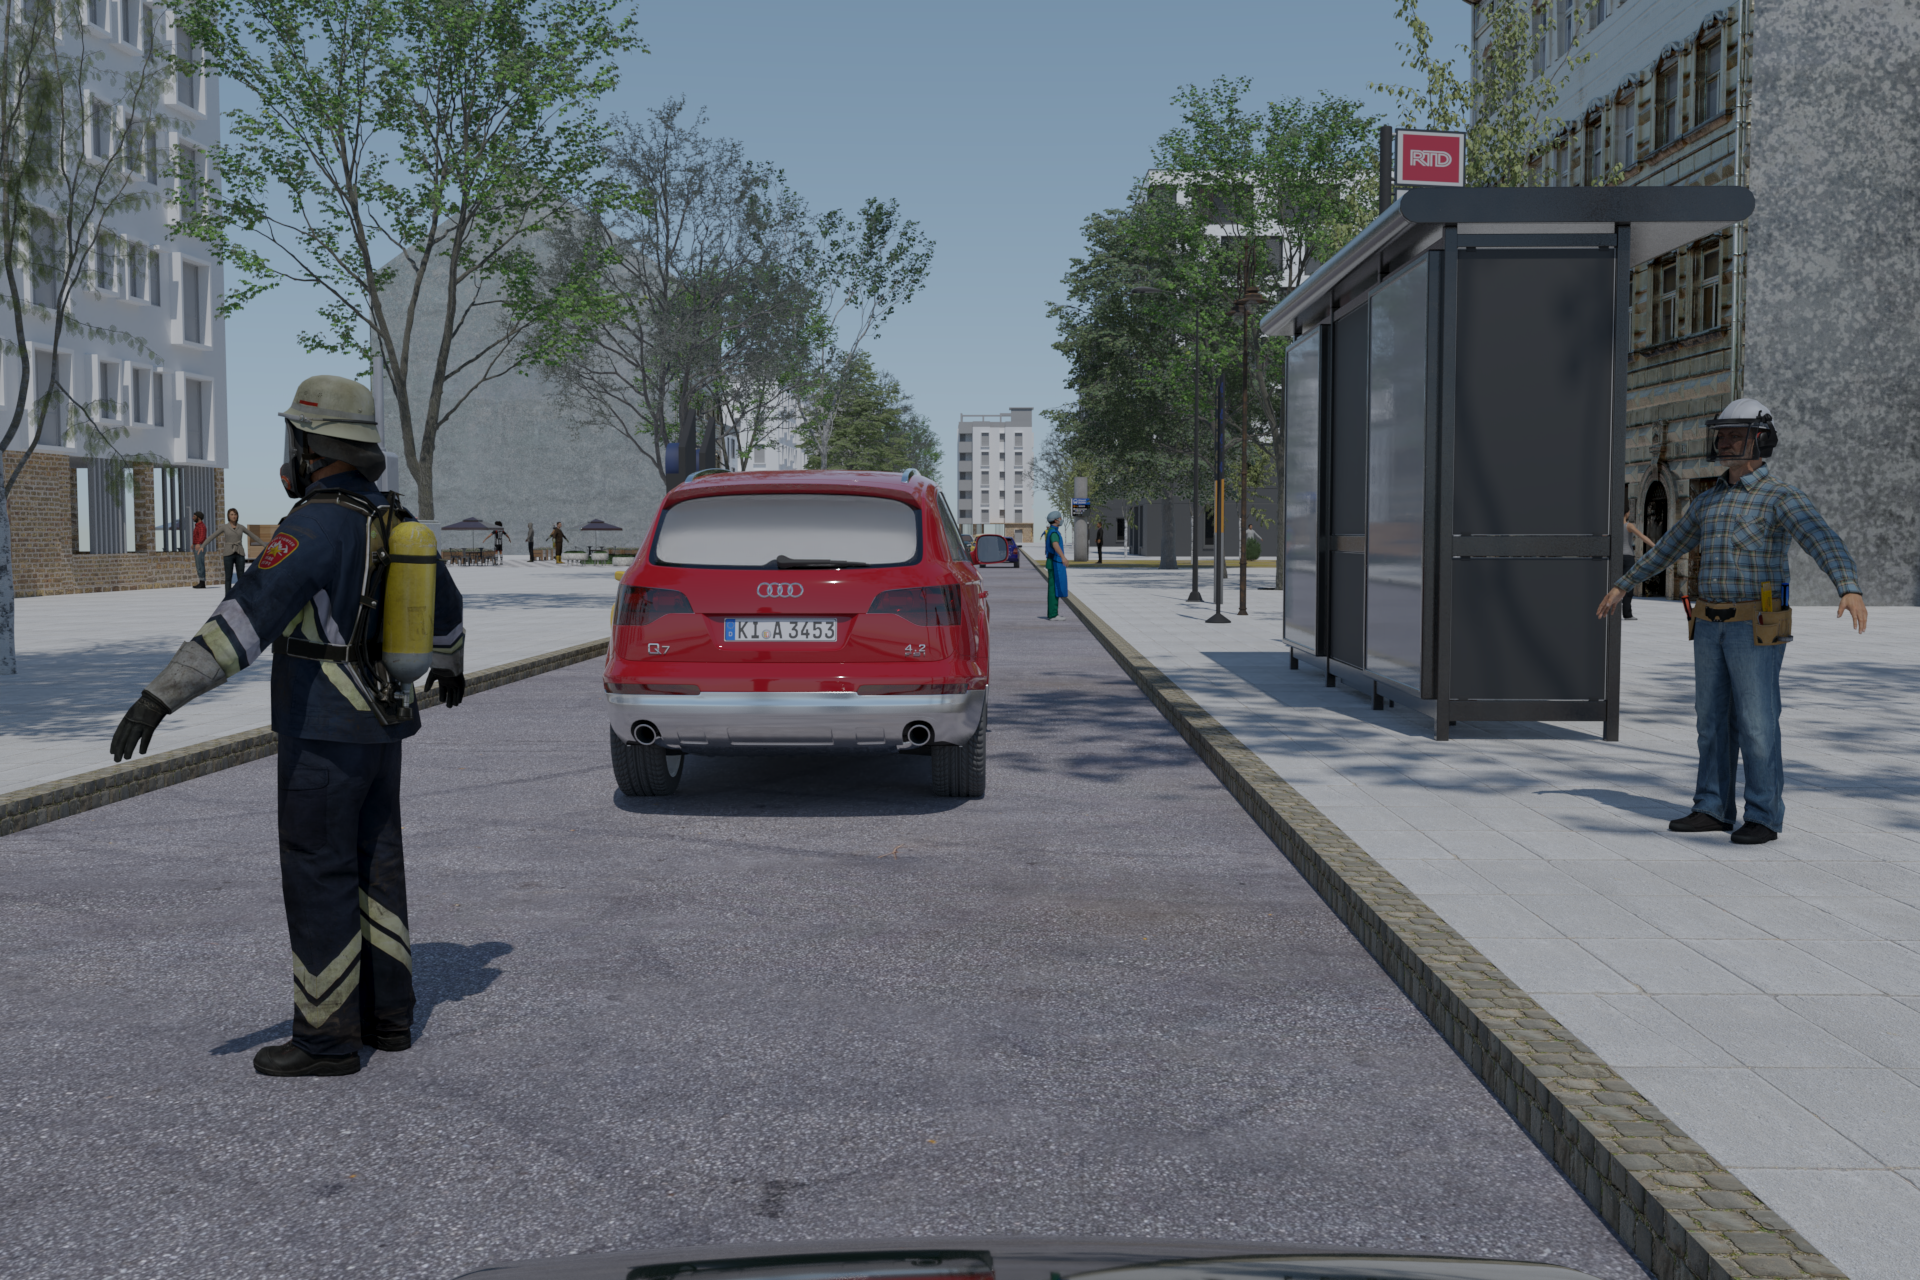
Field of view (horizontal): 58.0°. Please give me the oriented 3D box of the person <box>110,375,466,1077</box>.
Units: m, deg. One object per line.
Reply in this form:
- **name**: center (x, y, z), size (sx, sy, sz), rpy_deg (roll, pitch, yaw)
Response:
- **person**: center (-1.700, 0.216, 4.698), size (0.705, 1.856, 1.354), rpy_deg (1, 4, 18)

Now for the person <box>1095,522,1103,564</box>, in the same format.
- **person**: center (6.052, -4.230, 75.383), size (0.704, 1.802, 1.346), rpy_deg (0, 4, -1)

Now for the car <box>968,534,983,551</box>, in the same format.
- **car**: center (1.472, -5.443, 99.216), size (2.015, 1.641, 3.980), rpy_deg (0, 4, 1)

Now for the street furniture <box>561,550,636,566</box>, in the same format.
- **street furniture**: center (-11.231, -3.358, 70.524), size (10.072, 0.657, 5.734), rpy_deg (1, 4, 17)

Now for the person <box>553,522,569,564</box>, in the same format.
- **person**: center (-17.248, -4.190, 74.637), size (0.704, 1.812, 1.346), rpy_deg (1, 4, 14)

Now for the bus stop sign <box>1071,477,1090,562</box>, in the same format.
- **bus stop sign**: center (5.582, -5.572, 80.113), size (0.837, 3.901, 0.837), rpy_deg (0, 4, 1)

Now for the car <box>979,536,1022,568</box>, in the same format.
- **car**: center (1.701, -3.773, 74.274), size (1.945, 1.354, 3.894), rpy_deg (0, 4, 2)

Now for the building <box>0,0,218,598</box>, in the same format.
- **building**: center (-23.948, -10.654, 30.617), size (16.016, 20.090, 11.380), rpy_deg (0, 4, 2)

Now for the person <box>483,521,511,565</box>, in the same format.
- **person**: center (-19.182, -4.022, 71.909), size (0.704, 1.843, 1.345), rpy_deg (3, 5, 42)

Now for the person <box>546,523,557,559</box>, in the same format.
- **person**: center (-20.828, -5.100, 89.145), size (0.705, 1.858, 1.354), rpy_deg (2, 4, 23)

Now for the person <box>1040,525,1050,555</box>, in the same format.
- **person**: center (5.365, -6.085, 105.454), size (1.349, 1.833, 0.705), rpy_deg (-2, 4, -35)

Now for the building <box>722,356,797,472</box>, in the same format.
- **building**: center (-23.765, -19.990, 183.248), size (16.016, 20.090, 11.380), rpy_deg (0, 4, 2)

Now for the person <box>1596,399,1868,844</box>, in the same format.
- **person**: center (3.274, -0.091, 7.321), size (0.704, 1.849, 1.345), rpy_deg (-2, 4, -25)

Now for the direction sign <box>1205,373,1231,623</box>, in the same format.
- **direction sign**: center (3.730, -2.014, 24.921), size (0.379, 3.537, 0.876), rpy_deg (0, 4, 1)

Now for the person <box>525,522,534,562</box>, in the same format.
- **person**: center (-19.591, -4.453, 78.938), size (0.705, 1.813, 1.348), rpy_deg (0, 4, -4)

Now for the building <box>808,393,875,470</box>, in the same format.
- **building**: center (-19.755, -22.425, 233.106), size (16.747, 18.905, 31.486), rpy_deg (0, 4, 1)

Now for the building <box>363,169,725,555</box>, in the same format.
- **building**: center (-26.188, -17.269, 113.282), size (19.493, 23.208, 18.063), rpy_deg (0, 4, 1)

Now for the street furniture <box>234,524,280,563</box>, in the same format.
- **street furniture**: center (-28.574, -4.455, 79.701), size (9.812, 1.723, 11.010), rpy_deg (0, 4, 1)

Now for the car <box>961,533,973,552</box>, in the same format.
- **car**: center (0.131, -6.719, 119.639), size (2.009, 1.686, 4.222), rpy_deg (0, 4, 2)

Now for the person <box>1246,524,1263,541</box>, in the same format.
- **person**: center (15.434, -5.249, 92.001), size (1.347, 1.806, 0.705), rpy_deg (-1, 4, -17)

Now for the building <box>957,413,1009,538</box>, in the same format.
- **building**: center (0.063, -24.609, 261.231), size (11.380, 20.090, 16.016), rpy_deg (0, 4, -7)

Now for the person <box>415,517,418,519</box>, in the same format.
- **person**: center (-16.887, -2.911, 53.738), size (1.347, 1.811, 0.704), rpy_deg (3, 5, 43)

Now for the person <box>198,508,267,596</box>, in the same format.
- **person**: center (-12.722, -1.445, 30.387), size (1.215, 1.744, 0.721), rpy_deg (-2, 4, -32)

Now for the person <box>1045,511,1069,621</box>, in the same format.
- **person**: center (1.603, -1.233, 28.744), size (0.704, 1.817, 1.347), rpy_deg (0, 4, -4)

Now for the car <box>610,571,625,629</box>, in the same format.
- **car**: center (-2.902, -0.612, 20.237), size (2.015, 1.641, 3.980), rpy_deg (0, 4, 2)

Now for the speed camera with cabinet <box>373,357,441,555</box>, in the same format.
- **speed camera with cabinet**: center (-6.661, -1.578, 20.141), size (0.660, 3.252, 2.038), rpy_deg (0, 4, 2)

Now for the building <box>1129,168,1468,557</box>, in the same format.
- **building**: center (24.883, -16.466, 113.189), size (27.936, 21.610, 32.646), rpy_deg (0, 4, 1)

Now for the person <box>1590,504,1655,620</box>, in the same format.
- **person**: center (9.937, -1.165, 25.854), size (0.721, 1.737, 1.217), rpy_deg (-3, 4, -36)

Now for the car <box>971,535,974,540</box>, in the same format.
- **car**: center (0.288, -7.316, 131.980), size (2.083, 1.381, 4.827), rpy_deg (0, 4, 2)

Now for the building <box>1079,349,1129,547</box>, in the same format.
- **building**: center (26.961, -21.292, 192.097), size (27.936, 21.610, 32.646), rpy_deg (0, 4, 1)

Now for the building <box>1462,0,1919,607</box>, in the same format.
- **building**: center (23.143, -12.713, 38.790), size (19.493, 23.208, 18.063), rpy_deg (0, 4, 1)

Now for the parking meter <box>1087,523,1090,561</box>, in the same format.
- **parking meter**: center (5.972, -4.698, 82.516), size (0.399, 1.863, 0.255), rpy_deg (0, 4, 1)

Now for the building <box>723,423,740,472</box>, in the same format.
- **building**: center (-22.255, -12.064, 139.388), size (9.099, 9.664, 28.070), rpy_deg (0, 4, 1)

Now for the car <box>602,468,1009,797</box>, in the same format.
- **car**: center (-0.828, -0.142, 10.991), size (2.281, 1.827, 5.304), rpy_deg (0, 4, 1)

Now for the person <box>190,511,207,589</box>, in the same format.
- **person**: center (-17.891, -2.114, 40.679), size (0.704, 1.816, 1.345), rpy_deg (-2, 4, -28)

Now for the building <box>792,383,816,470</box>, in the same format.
- **building**: center (-23.237, -21.223, 203.412), size (16.016, 20.090, 11.380), rpy_deg (0, 4, 1)

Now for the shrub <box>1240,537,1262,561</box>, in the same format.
- **shrub**: center (13.667, -4.294, 81.316), size (1.383, 1.207, 1.383), rpy_deg (0, 3, 0)
